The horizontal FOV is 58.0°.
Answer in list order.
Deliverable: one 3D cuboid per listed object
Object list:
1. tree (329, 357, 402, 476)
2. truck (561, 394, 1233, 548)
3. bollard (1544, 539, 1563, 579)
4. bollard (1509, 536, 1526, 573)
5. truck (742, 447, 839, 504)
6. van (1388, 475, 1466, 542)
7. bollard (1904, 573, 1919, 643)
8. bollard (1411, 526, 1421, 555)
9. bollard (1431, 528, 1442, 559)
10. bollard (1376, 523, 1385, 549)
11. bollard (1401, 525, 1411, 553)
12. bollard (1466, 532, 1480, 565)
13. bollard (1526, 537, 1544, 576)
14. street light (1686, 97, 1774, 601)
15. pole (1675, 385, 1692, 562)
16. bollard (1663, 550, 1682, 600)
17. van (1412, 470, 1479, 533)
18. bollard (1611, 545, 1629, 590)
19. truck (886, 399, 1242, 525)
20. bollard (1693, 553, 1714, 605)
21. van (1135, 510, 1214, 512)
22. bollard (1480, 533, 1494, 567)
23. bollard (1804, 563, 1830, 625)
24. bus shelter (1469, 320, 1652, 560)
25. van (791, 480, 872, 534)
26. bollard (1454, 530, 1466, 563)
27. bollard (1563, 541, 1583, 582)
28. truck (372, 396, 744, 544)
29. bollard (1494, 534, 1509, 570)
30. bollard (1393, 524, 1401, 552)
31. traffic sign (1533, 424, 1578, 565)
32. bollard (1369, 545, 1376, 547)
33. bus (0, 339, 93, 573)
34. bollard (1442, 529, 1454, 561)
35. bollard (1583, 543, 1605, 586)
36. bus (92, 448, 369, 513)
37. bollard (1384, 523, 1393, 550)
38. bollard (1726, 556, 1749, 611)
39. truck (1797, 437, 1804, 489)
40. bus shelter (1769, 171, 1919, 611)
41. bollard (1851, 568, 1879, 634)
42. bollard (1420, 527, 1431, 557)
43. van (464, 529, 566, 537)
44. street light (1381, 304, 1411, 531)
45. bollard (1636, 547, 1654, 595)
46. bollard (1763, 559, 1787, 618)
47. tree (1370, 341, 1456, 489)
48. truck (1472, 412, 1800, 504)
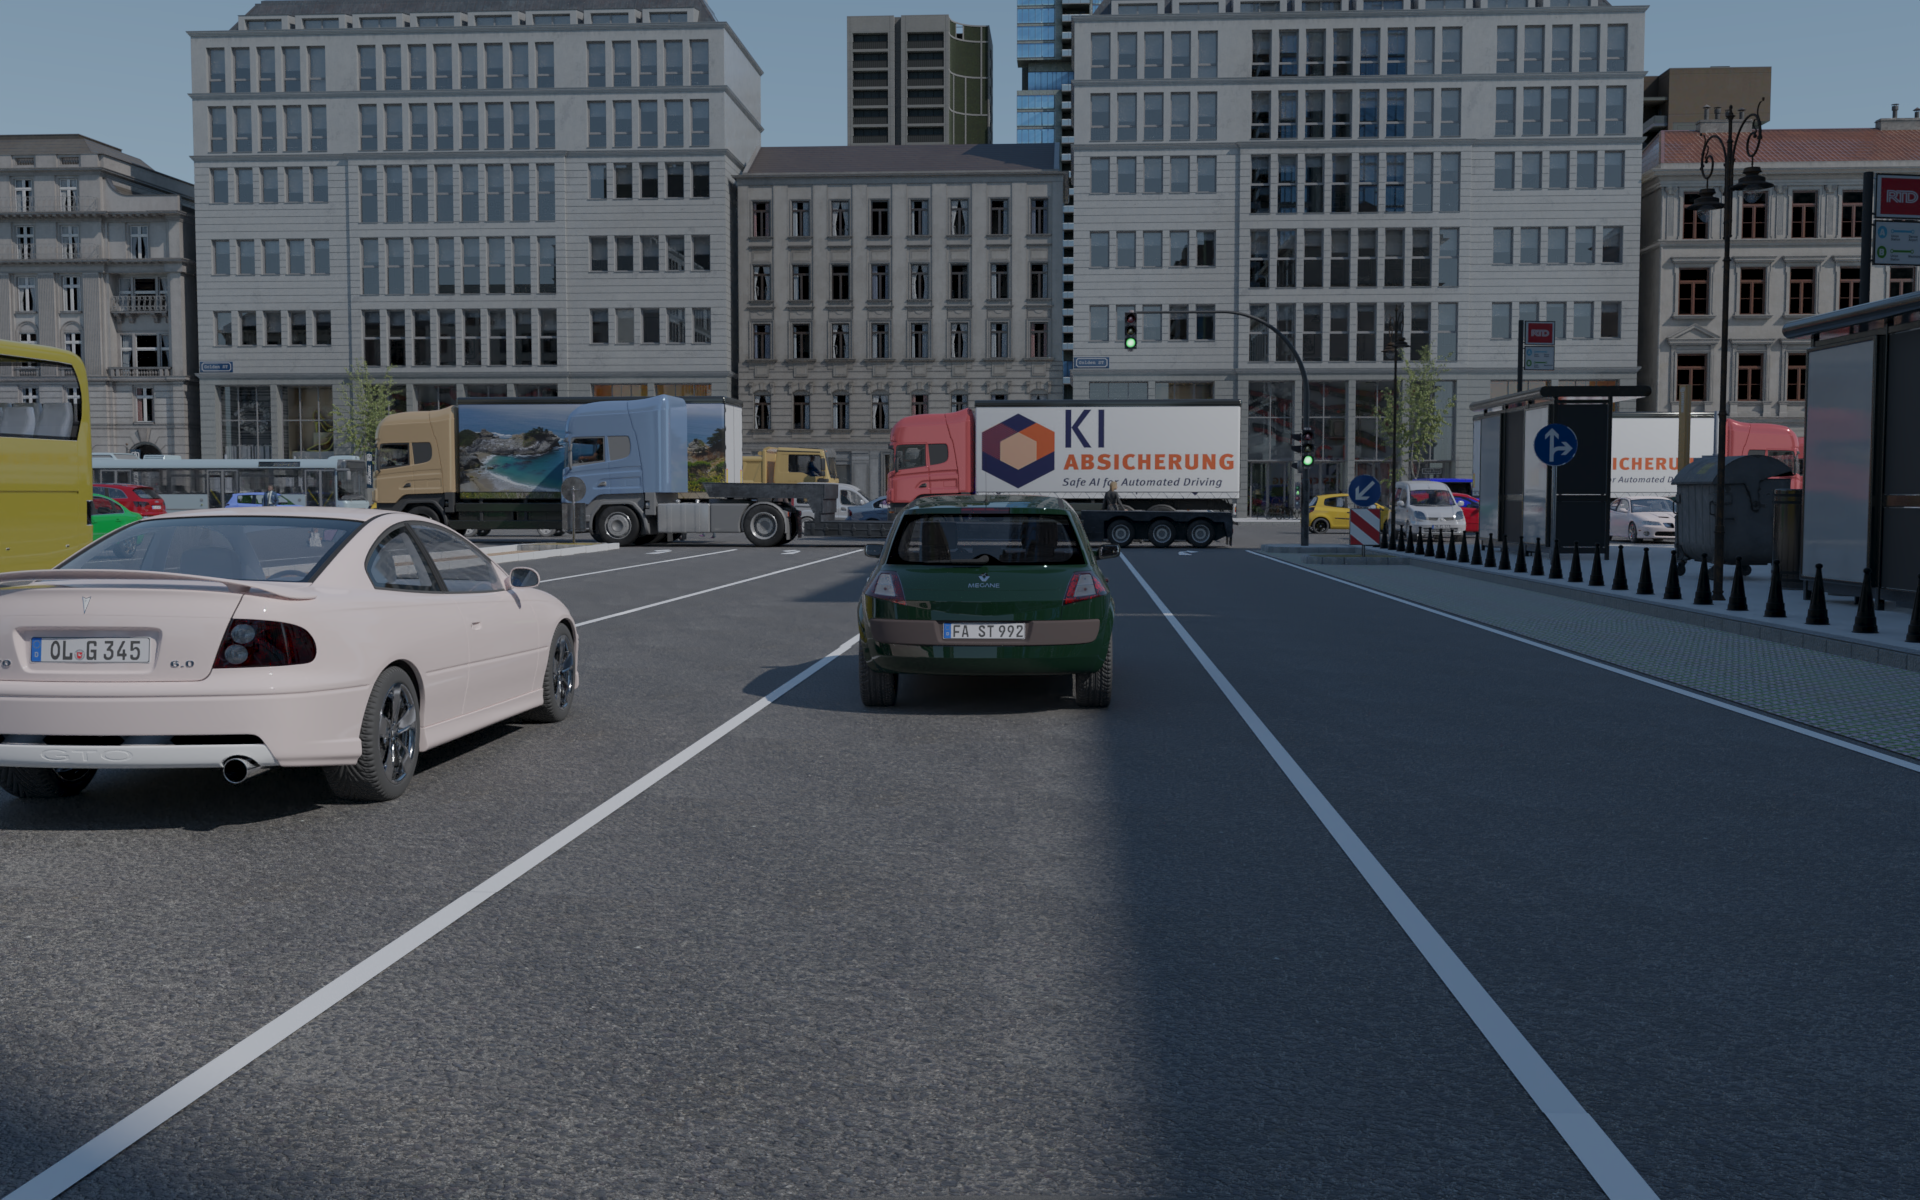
[{"bbox_3d":[-31.358,-8.687,92.389,4.737,8.622,4.395,0,3,0],"label":"tree"},{"bbox_3d":[-2.089,-3.517,47.262,18.799,4.110,2.967,0,4,5],"label":"truck"},{"bbox_3d":[9.044,-0.626,26.270,0.229,0.601,0.229,0,3,0],"label":"bollard"},{"bbox_3d":[9.177,-0.751,28.325,0.229,0.601,0.229,0,3,0],"label":"bollard"},{"bbox_3d":[-9.101,-4.668,72.241,9.791,3.379,3.469,0,4,4],"label":"truck"},{"bbox_3d":[14.331,-2.830,53.277,2.013,2.044,4.112,0,4,2],"label":"van"},{"bbox_3d":[8.310,0.065,14.984,0.229,0.601,0.229,0,3,0],"label":"bollard"},{"bbox_3d":[9.712,-1.255,36.565,0.229,0.601,0.229,0,3,0],"label":"bollard"},{"bbox_3d":[9.575,-1.129,34.495,0.229,0.601,0.229,0,3,0],"label":"bollard"},{"bbox_3d":[9.975,-1.507,40.682,0.229,0.601,0.229,0,3,0],"label":"bollard"},{"bbox_3d":[9.779,-1.319,37.607,0.229,0.601,0.229,0,3,0],"label":"bollard"},{"bbox_3d":[9.377,-0.940,31.412,0.229,0.601,0.229,0,3,0],"label":"bollard"},{"bbox_3d":[9.109,-0.688,27.294,0.229,0.601,0.229,0,3,0],"label":"bollard"},{"bbox_3d":[9.155,-2.933,20.745,0.468,5.910,1.993,0,4,4],"label":"street light"},{"bbox_3d":[13.533,-2.358,32.401,0.158,3.312,0.155,0,3,0],"label":"pole"},{"bbox_3d":[8.706,-0.312,21.139,0.229,0.601,0.229,0,3,0],"label":"bollard"},{"bbox_3d":[18.580,-3.787,66.309,2.240,2.365,5.245,0,4,4],"label":"van"},{"bbox_3d":[8.843,-0.437,23.191,0.229,0.601,0.229,0,3,0],"label":"bollard"},{"bbox_3d":[2.792,-3.899,52.665,11.283,4.237,2.839,0,4,5],"label":"truck"},{"bbox_3d":[8.640,-0.249,20.115,0.229,0.601,0.229,0,3,0],"label":"bollard"},{"bbox_3d":[6.424,-3.053,56.920,4.112,2.044,2.013,0,4,6],"label":"van"},{"bbox_3d":[9.311,-0.877,30.387,0.229,0.601,0.229,0,3,0],"label":"bollard"},{"bbox_3d":[8.441,-0.061,17.035,0.229,0.601,0.229,0,3,0],"label":"bollard"},{"bbox_3d":[12.554,-3.677,37.747,2.179,5.291,8.768,0,4,4],"label":"bus shelter"},{"bbox_3d":[-4.024,-3.366,62.045,4.112,2.044,2.013,0,4,4],"label":"van"},{"bbox_3d":[9.445,-1.003,32.443,0.229,0.601,0.229,0,3,0],"label":"bollard"},{"bbox_3d":[8.978,-0.563,25.241,0.229,0.601,0.229,0,3,0],"label":"bollard"},{"bbox_3d":[-12.176,-3.806,51.148,11.283,4.237,2.839,0,4,5],"label":"truck"},{"bbox_3d":[9.237,-0.814,29.350,0.229,0.601,0.229,0,3,0],"label":"bollard"},{"bbox_3d":[9.846,-1.382,38.632,0.229,0.601,0.229,0,3,0],"label":"bollard"},{"bbox_3d":[10.765,-1.913,31.389,0.768,2.556,0.104,1,4,9],"label":"traffic sign"},{"bbox_3d":[10.046,-1.570,41.707,0.229,0.601,0.229,0,3,0],"label":"bollard"},{"bbox_3d":[-14.393,-1.711,19.518,2.896,3.916,12.252,0,4,4],"label":"bus"},{"bbox_3d":[9.507,-1.066,33.467,0.229,0.601,0.229,0,3,0],"label":"bollard"},{"bbox_3d":[8.907,-0.500,24.217,0.229,0.601,0.229,0,3,0],"label":"bollard"},{"bbox_3d":[-32.553,-5.059,77.581,13.247,3.499,2.948,0,4,3],"label":"bus"},{"bbox_3d":[9.909,-1.444,39.656,0.229,0.601,0.229,0,3,0],"label":"bollard"},{"bbox_3d":[8.575,-0.186,19.084,0.229,0.601,0.229,0,3,0],"label":"bollard"},{"bbox_3d":[39.462,-5.157,73.232,11.283,4.237,2.839,0,4,2],"label":"truck"},{"bbox_3d":[10.924,-2.552,19.350,2.179,5.291,8.768,0,4,4],"label":"bus shelter"},{"bbox_3d":[8.377,0.002,16.008,0.229,0.601,0.229,0,3,0],"label":"bollard"},{"bbox_3d":[9.641,-1.192,35.532,0.229,0.601,0.229,0,3,0],"label":"bollard"},{"bbox_3d":[-15.164,-3.161,58.699,4.112,2.044,2.013,0,4,2],"label":"van"},{"bbox_3d":[10.631,-4.255,42.355,0.468,5.910,1.993,0,4,4],"label":"street light"},{"bbox_3d":[8.777,-0.374,22.163,0.229,0.601,0.229,0,3,0],"label":"bollard"},{"bbox_3d":[8.508,-0.123,18.060,0.229,0.601,0.229,0,3,0],"label":"bollard"},{"bbox_3d":[21.888,-8.139,83.434,4.737,8.622,4.395,0,3,0],"label":"tree"},{"bbox_3d":[23.761,-4.359,60.185,11.283,4.237,2.839,0,4,3],"label":"truck"}]
